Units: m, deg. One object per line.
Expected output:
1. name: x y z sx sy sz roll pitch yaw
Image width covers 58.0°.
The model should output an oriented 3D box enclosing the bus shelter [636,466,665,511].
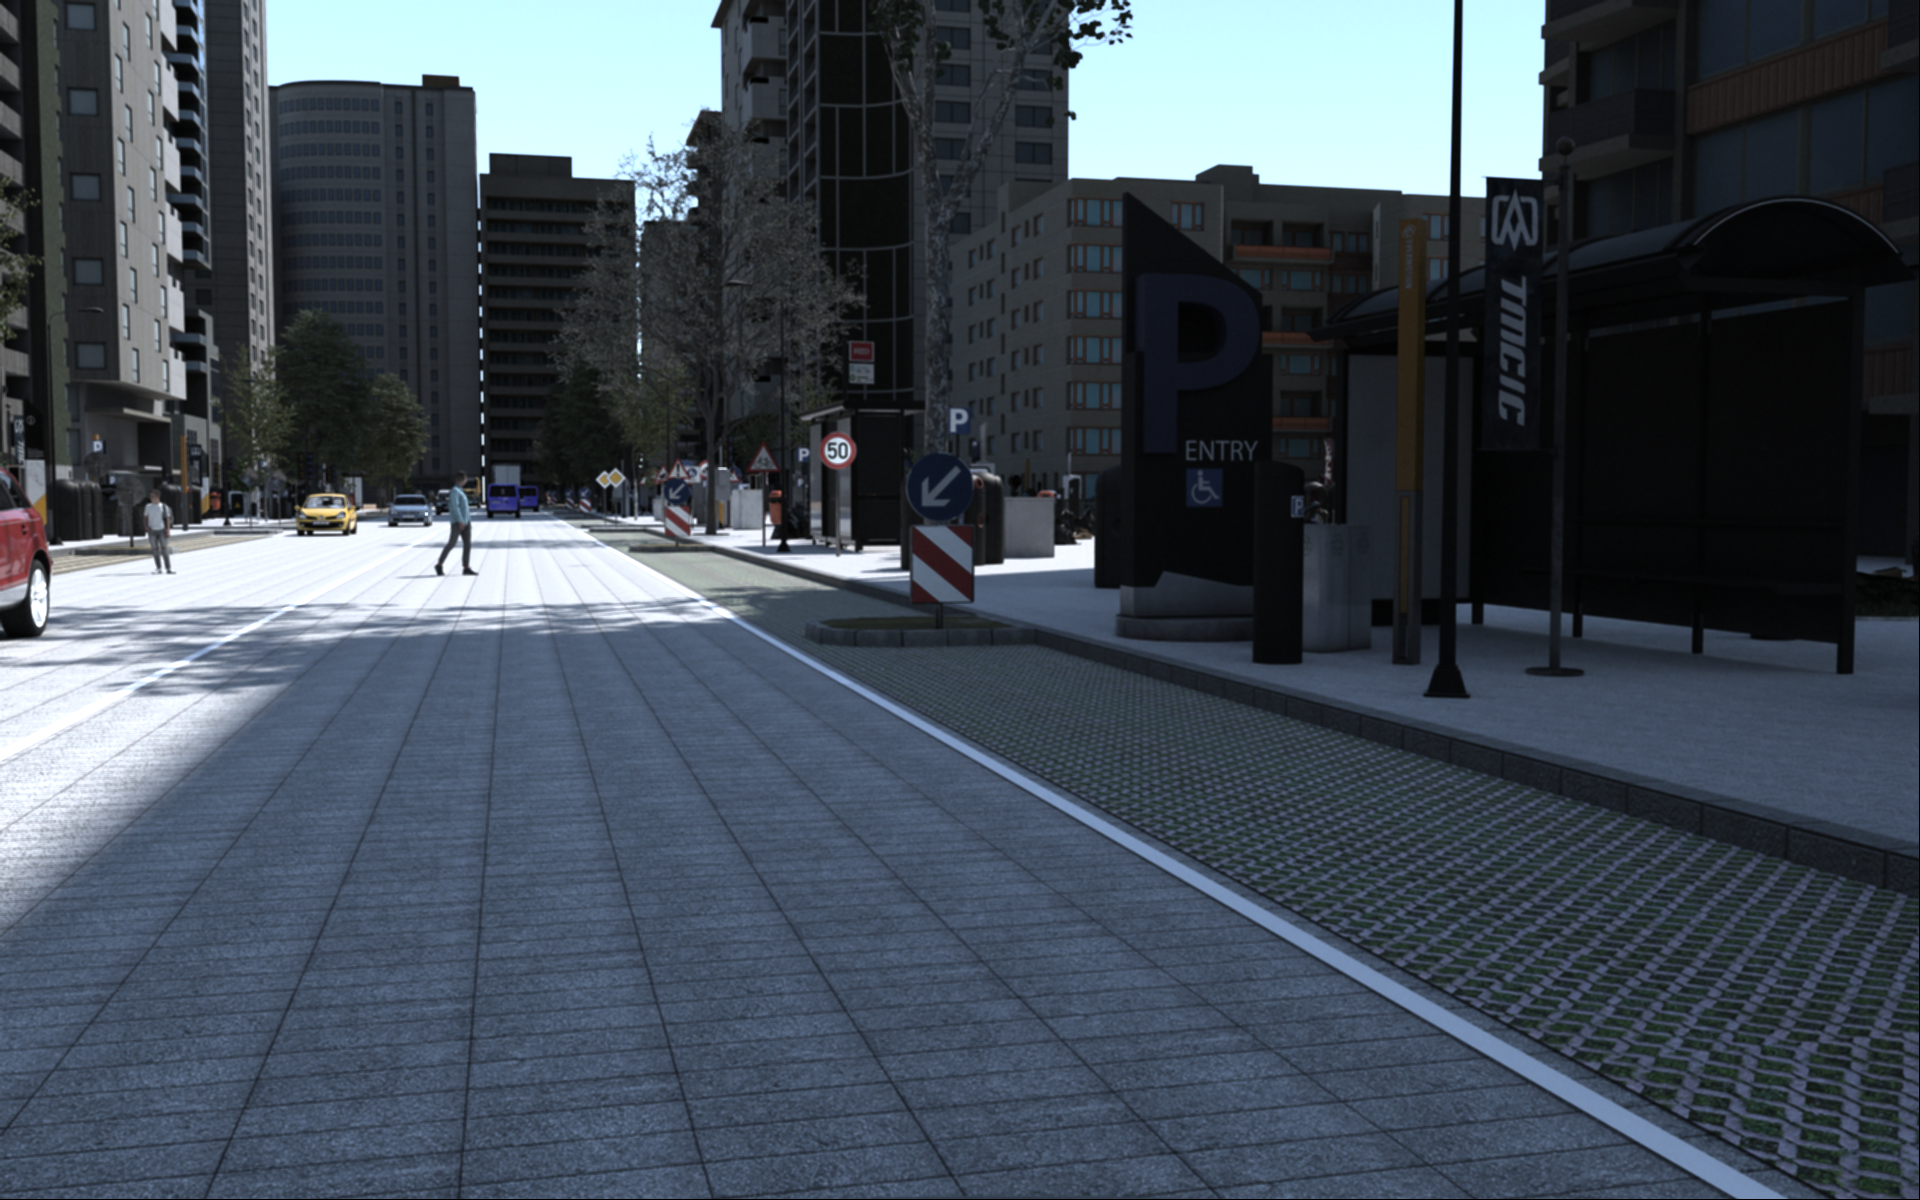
1. bus shelter: -22.618 -8.150 127.171 2.014 3.302 5.546 -1 4 -15

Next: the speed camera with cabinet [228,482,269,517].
1. speed camera with cabinet: -39.322 -6.201 95.721 2.038 3.252 0.660 -1 4 -18

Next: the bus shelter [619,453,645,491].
1. bus shelter: -26.365 -9.815 138.107 2.179 5.291 8.768 -1 4 -14

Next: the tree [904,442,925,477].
1. tree: -1.208 -4.186 63.040 1.663 3.219 1.824 0 3 0

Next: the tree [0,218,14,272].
1. tree: -18.965 -5.625 26.374 8.767 10.594 7.601 -1 4 -18

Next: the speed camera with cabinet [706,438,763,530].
1. speed camera with cabinet: -8.055 -4.133 61.907 2.038 3.252 0.660 -3 5 -40

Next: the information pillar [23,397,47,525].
1. information pillar: -22.382 -3.090 41.881 0.183 3.616 0.504 2 4 26

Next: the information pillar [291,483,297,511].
1. information pillar: -46.032 -7.049 119.747 0.304 2.012 0.304 -1 4 -16

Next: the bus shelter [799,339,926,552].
1. bus shelter: -2.627 -3.982 42.735 2.179 5.291 8.768 -1 4 -14

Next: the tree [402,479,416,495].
1. tree: -62.968 -12.370 196.848 1.663 3.219 1.824 0 3 0

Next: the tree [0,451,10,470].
1. tree: -45.483 -5.387 82.671 1.663 3.219 1.824 0 3 0

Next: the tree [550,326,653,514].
1. tree: -23.206 -11.968 113.807 7.486 12.596 7.792 0 3 0

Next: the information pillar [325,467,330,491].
1. information pillar: -51.397 -9.129 140.617 0.504 3.616 0.183 1 4 14

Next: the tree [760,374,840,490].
1. tree: -8.542 -9.312 102.607 4.737 8.622 4.395 0 3 0

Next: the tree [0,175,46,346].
1. tree: -20.976 -5.210 35.541 4.737 8.622 4.395 0 3 0

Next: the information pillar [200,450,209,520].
1. information pillar: -37.614 -5.799 86.168 0.504 3.616 0.183 1 4 18

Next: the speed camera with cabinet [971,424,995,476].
1. speed camera with cabinet: -0.048 -3.349 49.098 2.038 3.252 0.660 0 4 -2

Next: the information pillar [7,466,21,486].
1. information pillar: -24.688 -2.492 45.243 0.304 2.012 0.304 -2 4 -29

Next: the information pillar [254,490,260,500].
1. information pillar: -54.540 -7.941 134.332 0.304 2.012 0.304 0 4 3

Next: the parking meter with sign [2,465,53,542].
1. parking meter with sign: -25.083 -3.037 45.912 1.738 3.016 0.543 -1 4 -22

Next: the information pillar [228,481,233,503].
1. information pillar: -40.755 -5.641 96.727 0.304 2.012 0.304 -1 4 -16

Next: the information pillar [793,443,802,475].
1. information pillar: -7.419 -5.376 79.247 0.183 3.616 0.504 3 4 36

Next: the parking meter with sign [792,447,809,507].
1. parking meter with sign: -6.066 -4.245 65.667 0.543 3.016 1.738 -1 4 -15

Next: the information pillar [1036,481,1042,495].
1. information pillar: 4.565 -5.832 99.849 0.304 2.012 0.304 0 4 -8

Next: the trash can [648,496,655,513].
1. trash can: -20.351 -6.315 114.896 0.748 1.137 0.748 0 3 0

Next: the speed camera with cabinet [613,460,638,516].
1. speed camera with cabinet: -19.324 -6.467 100.064 0.660 3.252 2.038 1 4 16

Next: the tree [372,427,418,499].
1. tree: -57.163 -13.604 172.788 4.737 8.622 4.395 0 3 0

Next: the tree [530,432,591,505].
1. tree: -46.262 -17.679 206.054 9.611 12.733 9.660 0 3 0

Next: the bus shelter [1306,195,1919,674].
1. bus shelter: 5.019 -1.255 14.445 2.014 3.302 5.546 -1 4 -14

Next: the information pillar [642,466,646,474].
1. information pillar: -26.331 -9.347 144.183 0.183 3.616 0.504 2 4 27

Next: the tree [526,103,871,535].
1. tree: -7.716 -8.785 54.004 12.009 13.543 11.850 0 3 0

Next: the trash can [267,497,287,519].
1. trash can: -34.387 -4.642 87.551 0.748 1.137 0.748 0 3 0

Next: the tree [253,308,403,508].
1. tree: -39.049 -11.485 105.909 7.486 12.596 7.792 0 3 0

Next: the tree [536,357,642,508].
1. tree: -32.733 -15.185 154.935 9.857 13.997 8.962 0 3 0

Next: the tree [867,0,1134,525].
1. tree: 0.920 -10.406 26.019 12.611 20.169 13.585 0 3 0

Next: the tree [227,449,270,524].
1. tree: -30.950 -4.906 74.814 1.663 3.219 1.824 0 3 0

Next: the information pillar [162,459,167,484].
1. information pillar: -53.349 -7.633 116.160 0.504 3.616 0.183 3 5 44

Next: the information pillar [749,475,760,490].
1. information pillar: -7.751 -3.727 65.421 0.304 2.012 0.304 1 4 19

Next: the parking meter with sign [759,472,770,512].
1. parking meter with sign: -14.255 -7.995 126.978 0.543 3.016 1.738 2 4 25

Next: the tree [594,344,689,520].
1. tree: -15.572 -8.188 84.237 4.360 8.622 3.978 0 3 0

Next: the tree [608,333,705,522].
1. tree: -13.769 -7.844 78.618 4.737 8.622 4.395 0 3 0

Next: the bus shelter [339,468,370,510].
1. bus shelter: -48.556 -8.874 139.011 2.014 3.302 5.546 -1 4 -15

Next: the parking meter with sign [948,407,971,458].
1. parking meter with sign: -0.379 -2.397 35.459 0.543 3.016 1.738 -2 4 -24

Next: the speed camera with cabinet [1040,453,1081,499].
1. speed camera with cabinet: 4.778 -5.383 82.340 2.038 3.252 0.660 -2 4 -35

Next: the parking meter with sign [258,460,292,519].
1. parking meter with sign: -35.014 -5.651 88.661 1.738 3.016 0.543 1 4 21

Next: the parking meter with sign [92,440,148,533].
1. parking meter with sign: -27.484 -3.705 56.845 0.543 3.016 1.738 2 4 27

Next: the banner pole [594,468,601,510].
1. banner pole: -29.609 -9.309 142.211 0.863 3.779 0.401 0 4 -6

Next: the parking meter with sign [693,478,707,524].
1. parking meter with sign: -10.795 -4.762 74.114 0.543 3.016 1.738 1 4 11

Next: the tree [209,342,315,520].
1. tree: -34.113 -8.171 83.956 4.737 8.622 4.395 0 3 0

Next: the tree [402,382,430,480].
1. tree: -53.168 -14.915 161.988 7.486 12.596 7.792 0 3 0

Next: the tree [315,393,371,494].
1. tree: -43.642 -10.394 120.303 4.737 8.622 4.395 0 3 0

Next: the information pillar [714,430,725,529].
1. information pillar: -8.820 -4.374 62.868 0.504 3.616 0.183 0 4 -3

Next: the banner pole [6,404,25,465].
1. banner pole: -26.265 -3.562 48.259 0.401 3.779 0.863 1 4 19

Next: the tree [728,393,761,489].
1. tree: -14.163 -10.455 121.304 4.737 8.622 4.395 0 3 0
